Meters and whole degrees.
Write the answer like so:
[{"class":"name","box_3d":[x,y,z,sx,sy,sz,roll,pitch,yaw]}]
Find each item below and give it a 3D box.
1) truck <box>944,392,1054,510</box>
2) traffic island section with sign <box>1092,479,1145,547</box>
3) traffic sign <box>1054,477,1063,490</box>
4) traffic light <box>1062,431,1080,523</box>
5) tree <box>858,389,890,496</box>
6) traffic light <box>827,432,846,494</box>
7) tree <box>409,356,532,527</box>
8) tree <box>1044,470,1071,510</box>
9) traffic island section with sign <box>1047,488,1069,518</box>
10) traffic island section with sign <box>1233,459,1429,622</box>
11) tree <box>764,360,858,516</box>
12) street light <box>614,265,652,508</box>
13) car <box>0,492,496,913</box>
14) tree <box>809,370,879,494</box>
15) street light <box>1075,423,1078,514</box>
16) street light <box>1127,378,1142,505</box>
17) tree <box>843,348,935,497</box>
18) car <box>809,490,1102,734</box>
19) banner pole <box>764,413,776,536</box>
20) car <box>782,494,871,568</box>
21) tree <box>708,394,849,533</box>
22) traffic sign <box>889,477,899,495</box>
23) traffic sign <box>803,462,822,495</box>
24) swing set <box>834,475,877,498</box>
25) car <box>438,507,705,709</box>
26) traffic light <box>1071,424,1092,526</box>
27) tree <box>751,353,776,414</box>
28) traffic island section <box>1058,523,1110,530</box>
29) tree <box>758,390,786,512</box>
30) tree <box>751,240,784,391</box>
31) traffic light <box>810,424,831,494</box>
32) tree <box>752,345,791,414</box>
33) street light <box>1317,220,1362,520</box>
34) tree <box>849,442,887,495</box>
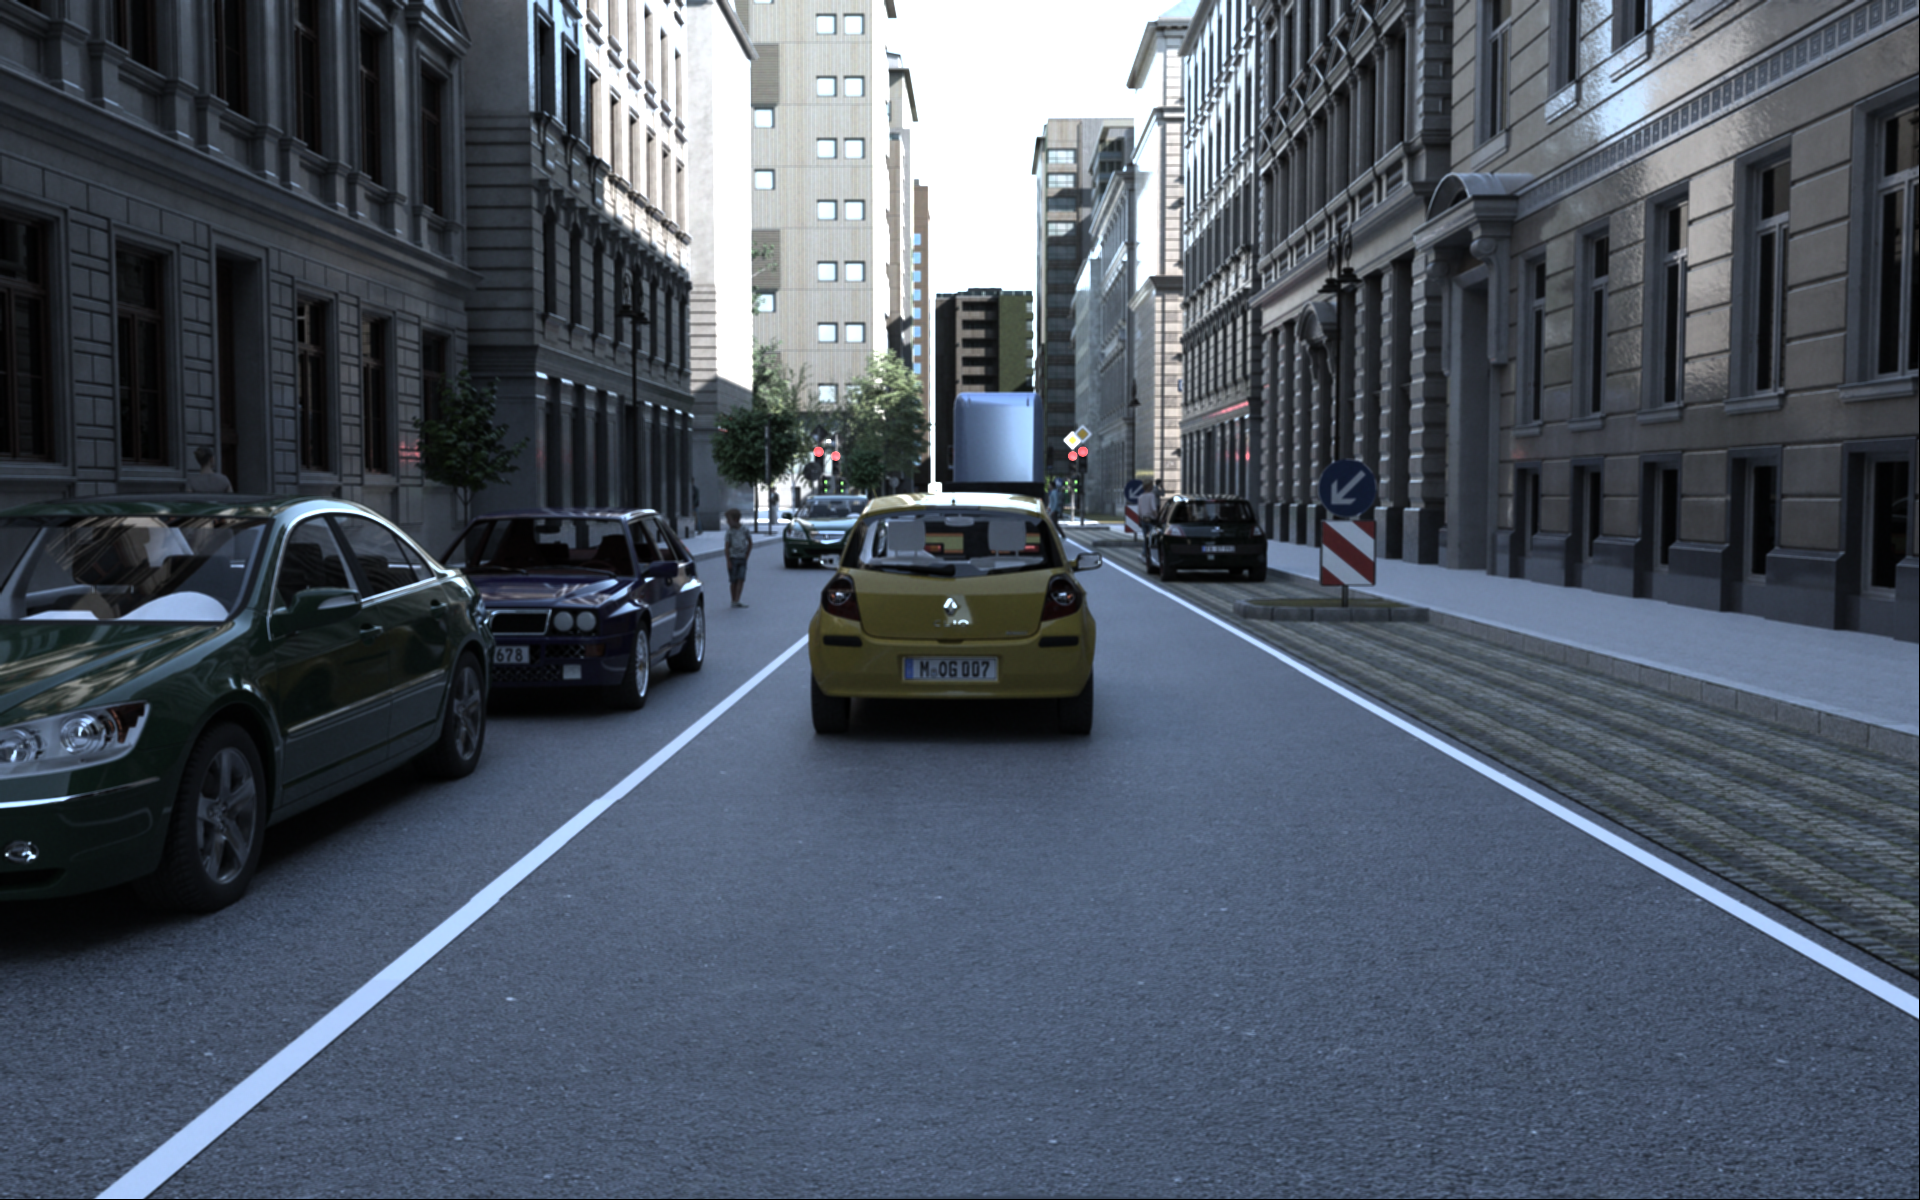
[{"class":"truck","box_3d":[0.744,-3.081,40.128,2.967,4.110,18.799,0,4,3]},{"class":"traffic island section with sign","box_3d":[4.623,-2.359,47.189,1.989,1.847,2.006,0,4,1]},{"class":"traffic sign","box_3d":[7.494,-8.063,131.943,0.768,2.556,0.104,0,4,4]},{"class":"traffic light","box_3d":[5.021,-5.430,77.704,0.839,4.253,0.868,0,4,1]},{"class":"tree","box_3d":[-6.672,-10.428,120.854,4.737,8.622,4.395,0,3,0]},{"class":"traffic light","box_3d":[-5.539,-5.438,77.837,0.839,4.253,0.868,0,4,1]},{"class":"tree","box_3d":[-6.848,-1.824,24.420,1.663,3.219,1.824,0,3,0]},{"class":"tree","box_3d":[8.061,-8.923,140.497,1.663,3.219,1.824,0,3,0]},{"class":"traffic island section with sign","box_3d":[5.404,-5.736,102.414,1.989,1.847,2.006,0,4,1]},{"class":"traffic island section with sign","box_3d":[4.256,-0.710,20.237,1.989,1.847,2.006,0,4,1]},{"class":"tree","box_3d":[-8.941,-8.860,95.220,4.737,8.622,4.395,0,3,0]},{"class":"street light","box_3d":[-6.605,-3.815,35.170,0.468,5.910,1.993,0,4,1]},{"class":"car","box_3d":[-3.413,0.266,7.449,2.131,1.459,4.920,0,4,1]},{"class":"tree","box_3d":[-6.791,-9.205,100.863,4.360,8.622,3.978,0,3,0]},{"class":"street light","box_3d":[7.569,-8.557,112.699,0.468,5.910,1.993,0,4,1]},{"class":"street light","box_3d":[6.951,-5.900,69.258,0.468,5.910,1.993,0,4,1]},{"class":"tree","box_3d":[-5.569,-13.262,134.965,7.486,12.596,7.792,0,3,0]},{"class":"car","box_3d":[-0.011,-0.096,11.786,2.015,1.641,3.980,0,4,1]},{"class":"banner pole","box_3d":[-5.966,-3.902,53.806,0.401,3.779,0.863,-1,4,-20]},{"class":"car","box_3d":[-2.482,-1.430,35.178,2.131,1.459,4.920,0,4,1]},{"class":"tree","box_3d":[-6.759,-4.475,56.878,4.285,4.588,4.351,0,3,0]},{"class":"traffic sign","box_3d":[-4.926,-7.932,129.798,0.768,2.556,0.104,0,4,3]},{"class":"traffic sign","box_3d":[-5.802,-4.166,68.214,0.768,2.556,0.104,0,4,3]},{"class":"swing set","box_3d":[-7.707,-7.975,128.007,2.862,2.851,3.119,3,4,37]},{"class":"car","box_3d":[-2.963,-0.010,12.751,1.945,1.354,3.894,0,4,0]},{"class":"traffic light","box_3d":[4.909,-4.942,69.720,0.839,4.253,0.868,0,4,1]},{"class":"tree","box_3d":[-14.890,-10.257,102.116,8.767,10.594,7.601,0,4,7]},{"class":"traffic island section","box_3d":[4.948,-2.908,69.833,2.009,0.180,2.903,0,4,1]},{"class":"tree","box_3d":[-14.421,-10.593,123.551,4.360,8.622,3.978,0,3,0]},{"class":"tree","box_3d":[-17.636,-15.707,112.694,12.611,20.169,13.585,0,3,0]},{"class":"traffic light","box_3d":[-5.652,-4.950,69.853,0.839,4.253,0.868,0,4,1]},{"class":"tree","box_3d":[-18.848,-14.673,146.561,9.857,13.997,8.962,0,3,0]},{"class":"street light","box_3d":[6.451,-3.474,29.585,0.468,5.910,1.993,0,4,1]},{"class":"tree","box_3d":[-6.093,-7.622,108.337,4.285,4.588,4.351,0,3,0]}]
